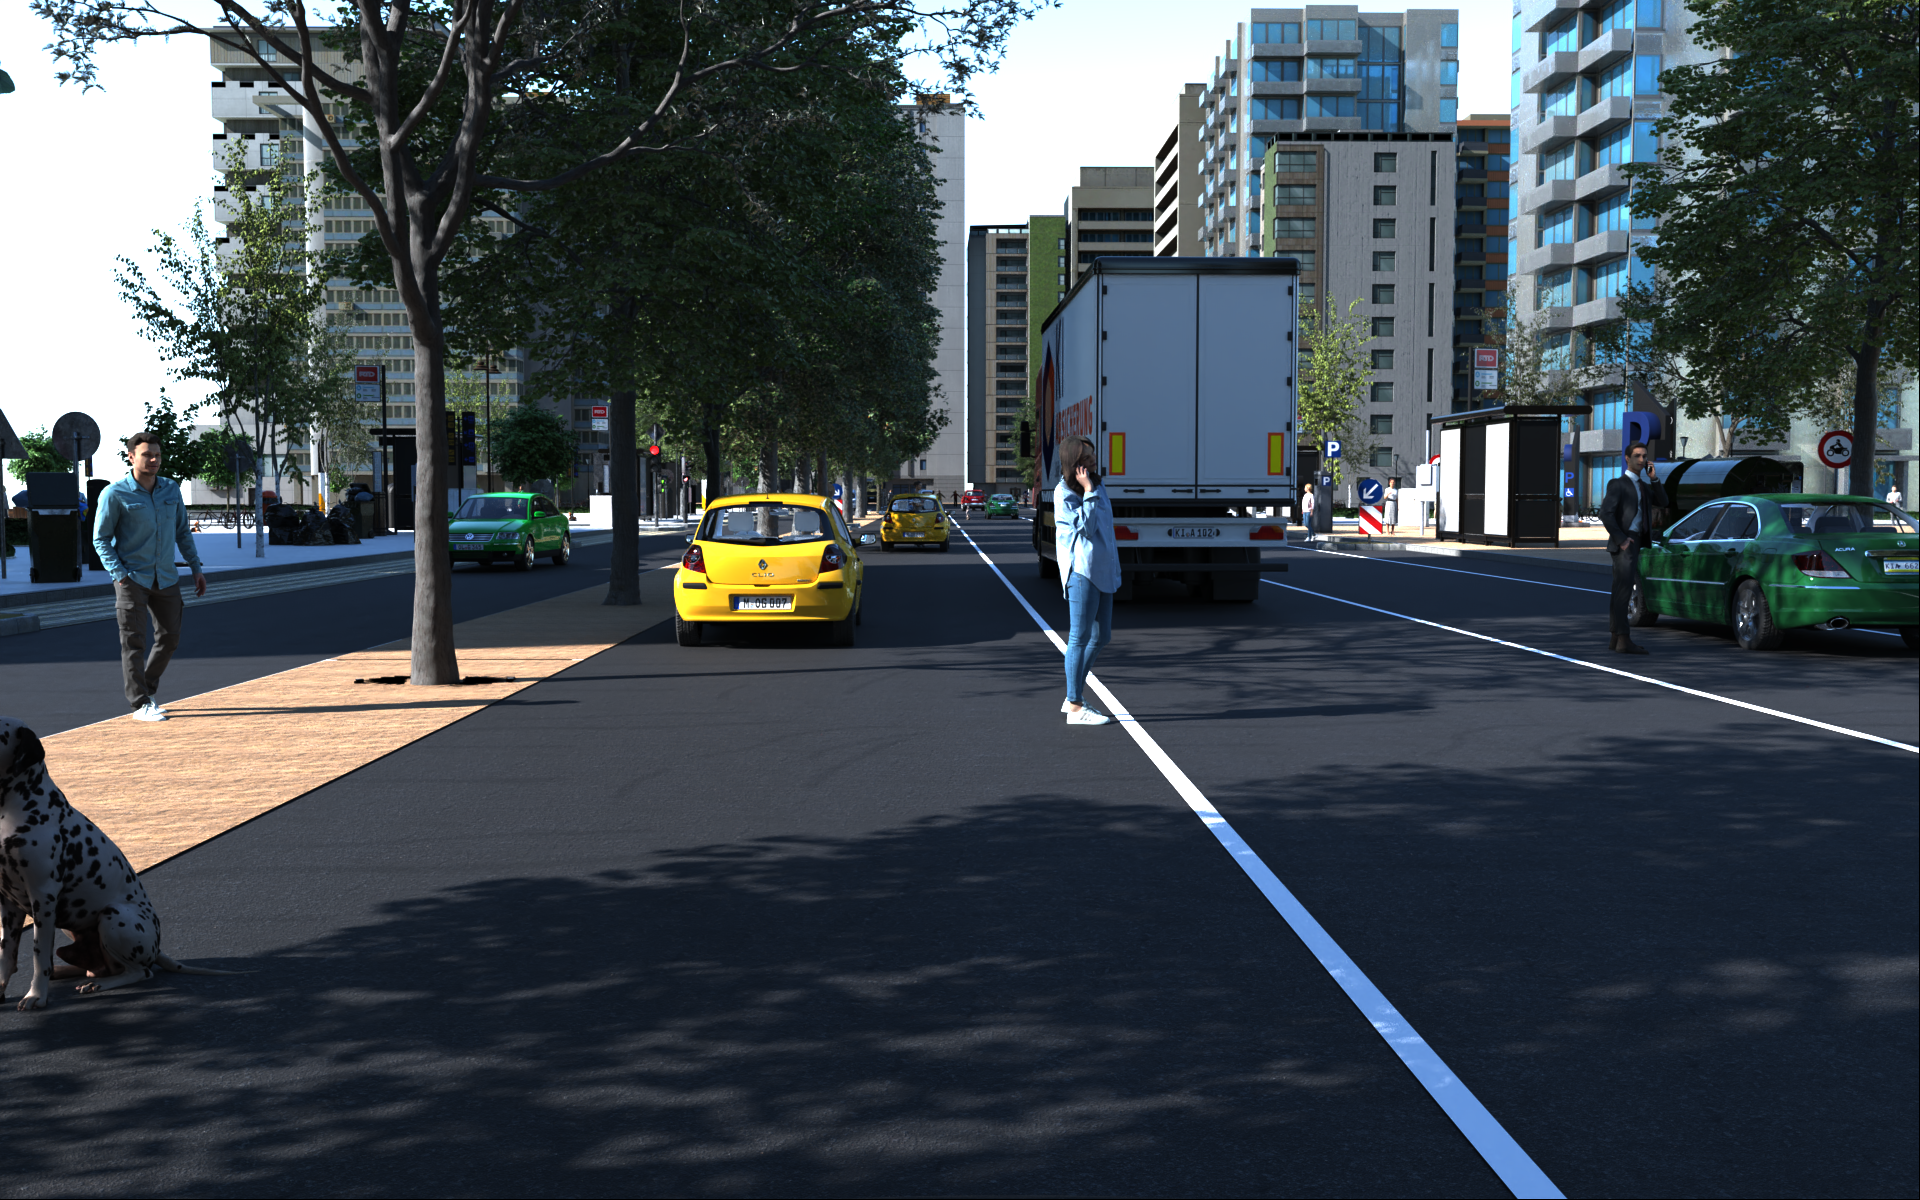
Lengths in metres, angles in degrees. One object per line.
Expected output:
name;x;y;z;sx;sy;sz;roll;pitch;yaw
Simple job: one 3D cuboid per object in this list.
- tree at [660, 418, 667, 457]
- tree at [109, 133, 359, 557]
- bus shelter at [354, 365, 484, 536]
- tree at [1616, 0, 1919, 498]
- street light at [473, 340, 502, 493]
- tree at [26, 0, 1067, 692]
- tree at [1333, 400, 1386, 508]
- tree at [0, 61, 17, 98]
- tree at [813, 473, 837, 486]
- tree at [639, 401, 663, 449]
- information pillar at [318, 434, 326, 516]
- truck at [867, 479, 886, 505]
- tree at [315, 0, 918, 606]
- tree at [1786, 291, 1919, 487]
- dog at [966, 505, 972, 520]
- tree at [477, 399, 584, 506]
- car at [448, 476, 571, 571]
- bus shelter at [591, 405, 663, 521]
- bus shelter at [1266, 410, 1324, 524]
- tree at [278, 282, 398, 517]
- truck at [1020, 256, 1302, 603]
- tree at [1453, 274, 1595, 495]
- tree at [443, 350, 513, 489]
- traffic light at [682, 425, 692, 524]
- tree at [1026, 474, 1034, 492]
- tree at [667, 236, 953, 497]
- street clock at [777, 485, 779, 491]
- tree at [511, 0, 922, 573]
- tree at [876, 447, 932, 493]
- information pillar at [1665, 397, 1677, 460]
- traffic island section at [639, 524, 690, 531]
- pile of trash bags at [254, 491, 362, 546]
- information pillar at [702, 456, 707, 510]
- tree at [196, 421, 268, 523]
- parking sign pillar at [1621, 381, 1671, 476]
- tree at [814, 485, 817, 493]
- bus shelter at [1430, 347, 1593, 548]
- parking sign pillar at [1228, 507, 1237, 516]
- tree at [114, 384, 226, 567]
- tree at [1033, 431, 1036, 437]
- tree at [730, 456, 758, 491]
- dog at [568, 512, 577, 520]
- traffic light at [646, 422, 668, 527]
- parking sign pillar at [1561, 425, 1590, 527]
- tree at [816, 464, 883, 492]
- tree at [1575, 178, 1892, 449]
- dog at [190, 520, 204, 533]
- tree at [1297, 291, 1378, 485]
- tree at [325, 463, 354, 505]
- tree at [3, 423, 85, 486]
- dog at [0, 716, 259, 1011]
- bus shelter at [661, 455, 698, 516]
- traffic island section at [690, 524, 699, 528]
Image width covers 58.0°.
tree;-15.981;-12.106;114.948;9.611;12.733;9.660;0;3;0
tree;-14.450;-5.178;35.015;4.737;8.622;4.395;0;3;0
bus shelter;-17.751;-4.827;56.560;2.179;5.291;8.768;0;4;-1
tree;14.097;-6.591;25.894;7.486;12.596;7.792;0;3;0
street light;-13.602;-4.721;49.974;0.468;5.910;1.993;0;4;-1
tree;-3.923;-6.096;12.494;12.009;13.543;11.850;0;3;0
tree;29.903;-11.106;131.950;4.360;8.622;3.978;0;3;0
tree;-4.143;-5.648;1.463;9.857;13.997;8.962;0;3;0
tree;-17.144;-14.351;218.359;4.285;4.588;4.351;0;3;0
tree;-20.775;-10.593;123.564;4.360;8.622;3.978;0;3;0
information pillar;-24.812;-4.647;67.333;0.183;3.616;0.504;0;4;-1
truck;-11.150;-13.696;219.858;3.469;3.379;9.791;0;4;-2
tree;-4.434;-6.224;22.345;7.486;12.596;7.792;0;3;0
tree;30.805;-6.671;59.439;4.360;8.622;3.978;0;3;0
dog;0.373;-4.858;96.269;0.513;0.831;0.800;3;4;38
tree;-13.997;-4.440;56.314;4.285;4.588;4.351;0;3;0
car;-8.855;-1.519;33.628;1.959;1.807;4.718;0;4;1
bus shelter;-15.654;-6.334;81.201;2.179;5.291;8.768;0;4;-1
bus shelter;15.101;-6.199;78.990;2.179;5.291;8.768;0;4;-1
tree;-22.144;-6.775;61.139;4.360;8.622;3.978;0;3;0
truck;2.622;-2.274;26.088;2.839;4.237;11.283;0;4;-2
tree;19.167;-6.618;58.572;4.360;8.622;3.978;0;3;0
tree;-23.998;-8.220;84.759;4.737;8.622;4.395;0;3;0
traffic light;-9.849;-6.162;75.418;4.771;5.953;1.251;0;4;-1
tree;9.694;-14.390;218.982;4.285;4.588;4.351;0;3;0
tree;-5.037;-8.783;63.073;9.611;12.733;9.660;0;3;0
street clock;-14.688;-8.155;137.911;0.358;2.002;0.471;3;5;41
tree;-4.431;-6.297;31.165;9.928;11.665;9.643;0;3;0
tree;-6.337;-12.161;135.694;8.767;10.594;7.601;0;4;-1
information pillar;17.251;-3.112;42.231;0.183;3.616;0.504;-1;4;-17
traffic island section;-11.843;-2.766;67.498;2.009;0.180;2.903;0;4;-1
pile of trash bags;-16.973;-2.117;44.372;3.447;1.369;1.912;3;4;36
information pillar;-14.655;-6.619;99.574;0.504;3.616;0.183;3;5;45
tree;-32.759;-5.735;77.481;4.285;4.588;4.351;0;3;0
parking sign pillar;16.057;-3.187;40.581;1.447;3.967;1.447;-1;4;-12
tree;-16.364;-12.607;200.726;1.663;3.219;1.824;0;3;0
bus shelter;13.780;-4.128;45.128;2.179;5.291;8.768;0;4;-1
parking sign pillar;12.870;-5.633;80.571;1.447;3.967;1.447;0;4;-6
tree;-14.213;-2.215;30.820;1.663;3.219;1.824;0;3;0
tree;10.507;-14.138;156.903;9.928;11.665;9.643;0;3;0
tree;-15.735;-9.001;130.885;4.285;4.588;4.351;0;3;0
dog;-19.228;-4.155;85.671;0.550;0.427;0.748;-1;4;-15
traffic light;-11.803;-4.798;67.364;0.839;4.253;0.868;0;4;-1
parking sign pillar;23.732;-4.816;67.208;1.447;3.967;1.447;2;4;26
tree;-5.561;-8.155;86.147;4.360;8.622;3.978;0;3;0
tree;22.849;-7.177;51.758;8.767;10.594;7.601;1;4;14
dog;-25.442;-2.450;57.788;0.550;0.427;0.748;-1;4;-9
tree;13.084;-6.829;62.023;4.737;8.622;4.395;0;3;0
tree;-34.802;-6.219;96.290;1.663;3.219;1.824;0;3;0
tree;-42.433;-5.903;80.236;4.285;4.588;4.351;0;3;0
dog;-2.459;0.723;5.011;0.800;0.831;0.513;-1;4;-22
bus shelter;-17.043;-7.007;105.846;1.731;3.624;6.357;0;4;-1
traffic island section;-11.980;-3.254;75.482;2.009;0.180;2.903;0;4;-1
